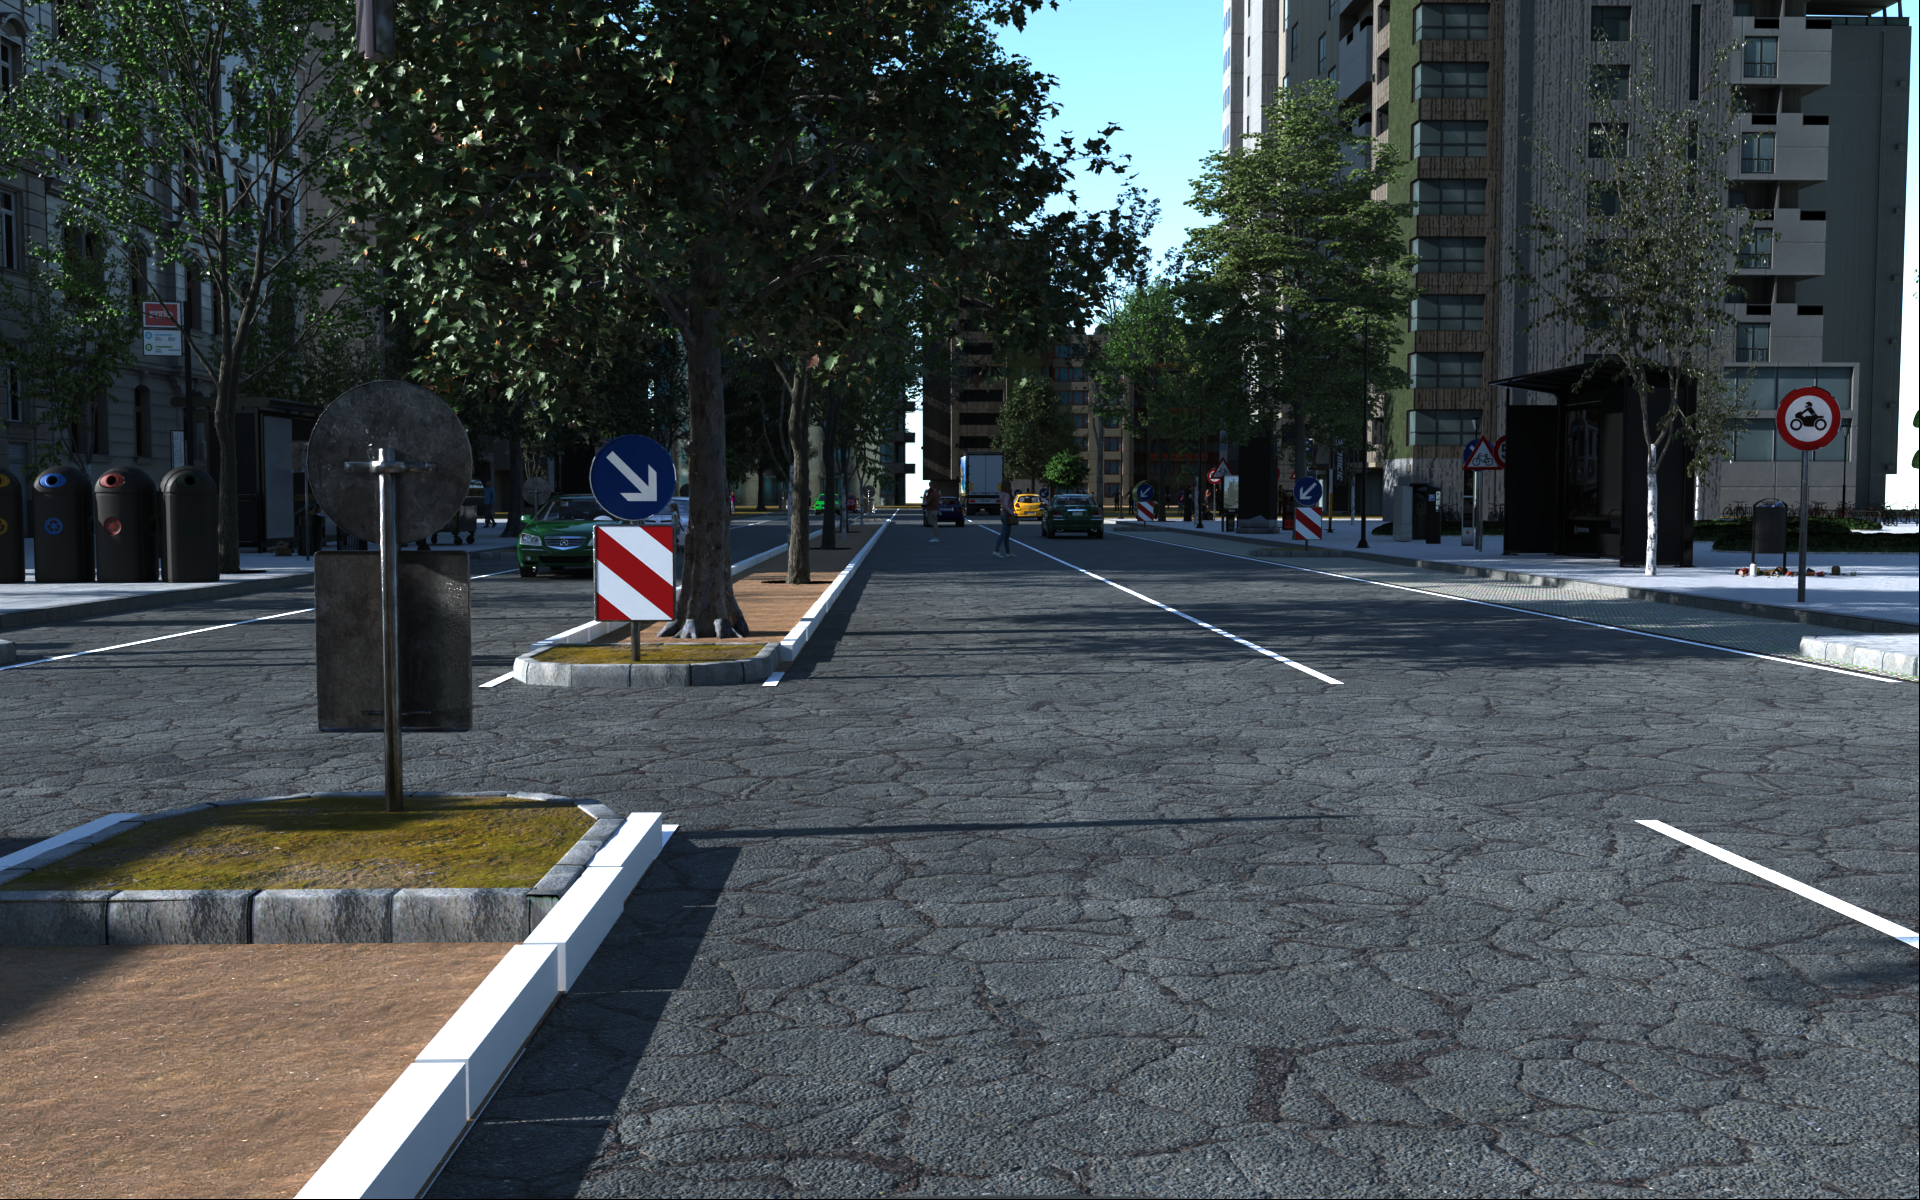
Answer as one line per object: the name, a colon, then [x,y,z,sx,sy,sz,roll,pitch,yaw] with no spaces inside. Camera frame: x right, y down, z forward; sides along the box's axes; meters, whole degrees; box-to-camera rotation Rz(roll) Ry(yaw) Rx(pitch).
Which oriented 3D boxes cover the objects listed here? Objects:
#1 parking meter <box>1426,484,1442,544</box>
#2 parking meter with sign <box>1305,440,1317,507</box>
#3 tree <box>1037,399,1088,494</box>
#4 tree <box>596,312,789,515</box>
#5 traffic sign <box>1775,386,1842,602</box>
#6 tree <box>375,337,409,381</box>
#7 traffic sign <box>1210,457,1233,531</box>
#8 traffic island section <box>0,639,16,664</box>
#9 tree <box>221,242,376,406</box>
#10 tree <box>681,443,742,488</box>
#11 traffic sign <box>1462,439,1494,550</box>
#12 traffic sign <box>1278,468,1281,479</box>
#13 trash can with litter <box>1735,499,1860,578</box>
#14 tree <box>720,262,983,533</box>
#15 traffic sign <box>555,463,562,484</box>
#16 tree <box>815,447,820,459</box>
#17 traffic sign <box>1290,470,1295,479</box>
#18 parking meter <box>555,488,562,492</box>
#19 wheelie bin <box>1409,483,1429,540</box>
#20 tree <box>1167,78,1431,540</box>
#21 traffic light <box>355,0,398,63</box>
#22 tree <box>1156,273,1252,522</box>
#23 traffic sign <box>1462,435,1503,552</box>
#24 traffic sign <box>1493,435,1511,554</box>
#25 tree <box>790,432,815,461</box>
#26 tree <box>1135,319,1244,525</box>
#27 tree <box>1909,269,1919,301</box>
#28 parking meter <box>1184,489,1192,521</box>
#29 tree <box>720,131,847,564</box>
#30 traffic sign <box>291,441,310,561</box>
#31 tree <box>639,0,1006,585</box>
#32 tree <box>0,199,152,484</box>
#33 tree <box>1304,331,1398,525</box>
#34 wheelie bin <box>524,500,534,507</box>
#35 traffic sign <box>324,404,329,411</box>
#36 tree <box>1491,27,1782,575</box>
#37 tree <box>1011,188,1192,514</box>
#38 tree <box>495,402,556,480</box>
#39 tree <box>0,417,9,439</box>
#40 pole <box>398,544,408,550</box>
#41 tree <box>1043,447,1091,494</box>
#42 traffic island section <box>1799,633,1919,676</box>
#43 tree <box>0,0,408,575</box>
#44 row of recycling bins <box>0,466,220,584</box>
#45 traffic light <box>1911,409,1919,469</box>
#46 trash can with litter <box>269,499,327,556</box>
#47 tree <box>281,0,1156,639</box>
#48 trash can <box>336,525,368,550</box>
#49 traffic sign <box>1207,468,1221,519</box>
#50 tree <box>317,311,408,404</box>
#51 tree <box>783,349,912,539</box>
parking meter: [12.256,-2.226,44.806,0.372,1.533,0.369,0,3,0]
parking meter with sign: [11.099,-3.610,55.283,0.543,3.016,1.738,0,4,2]
tree: [8.015,-11.289,134.943,4.737,8.622,4.395,0,3,0]
tree: [-13.354,-8.745,77.400,7.601,10.594,8.767,-3,5,-40]
traffic sign: [10.000,-1.248,20.508,0.768,2.556,0.104,0,4,2]
tree: [-23.340,-7.036,65.406,4.737,8.622,4.395,0,3,0]
traffic sign: [9.193,-3.709,60.640,0.884,2.594,0.081,0,4,3]
traffic island section: [-9.092,0.508,13.968,2.009,0.180,2.903,0,4,-2]
tree: [-20.408,-6.167,51.191,4.737,8.622,4.395,0,3,0]
tree: [-13.871,-6.916,96.796,4.285,4.588,4.351,0,3,0]
traffic sign: [11.941,-2.435,39.914,0.768,2.556,0.104,0,4,2]
traffic sign: [13.461,-4.575,74.906,0.768,2.556,0.104,0,4,2]
trash can with litter: [13.197,-0.993,27.291,2.233,1.210,1.678,0,4,0]
tree: [-4.250,-9.218,63.539,12.009,13.543,11.850,0,3,0]
traffic sign: [-16.437,-4.332,70.929,0.768,2.556,0.104,0,4,5]
tree: [-15.909,-13.363,152.898,7.601,10.594,8.767,-3,5,-42]
traffic sign: [12.231,-3.791,61.986,0.884,2.594,0.081,0,4,4]
parking meter: [-16.176,-3.737,69.518,0.372,1.533,0.369,0,3,0]
wheelie bin: [12.988,-2.506,48.876,0.980,1.594,0.693,-1,4,-22]
tree: [9.247,-7.941,47.954,7.486,12.596,7.792,0,3,0]
traffic light: [-6.963,-2.401,13.930,4.771,5.953,1.251,0,4,-2]
tree: [9.543,-9.459,80.403,9.928,11.665,9.643,0,3,0]
traffic sign: [11.552,-2.345,38.351,0.884,2.594,0.081,0,4,3]
traffic sign: [11.631,-2.234,36.627,0.768,2.556,0.104,0,4,3]
tree: [-14.525,-10.648,108.514,8.767,10.594,7.601,-1,4,-20]
tree: [9.677,-7.470,72.492,4.737,8.622,4.395,0,3,0]
tree: [20.498,-5.022,32.476,4.737,8.622,4.395,0,3,0]
parking meter: [10.705,-4.464,81.403,0.372,1.533,0.369,0,3,0]
tree: [-3.446,-5.033,35.113,4.360,8.622,3.978,0,3,0]
traffic sign: [-12.537,-1.903,33.243,0.606,2.300,0.079,0,4,3]
tree: [-2.456,-6.052,27.163,9.928,11.665,9.643,0,3,0]
tree: [-21.737,-5.640,42.577,4.737,8.622,4.395,0,3,0]
tree: [16.071,-7.422,71.715,4.360,8.622,3.978,0,3,0]
wheelie bin: [-16.531,-3.534,65.683,0.980,1.594,0.693,-3,5,-44]
traffic sign: [-13.286,-2.769,39.152,2.265,3.308,0.079,0,4,7]
tree: [10.722,-4.685,26.967,4.360,8.622,3.978,0,3,0]
tree: [9.996,-15.258,105.353,12.611,20.169,13.585,0,3,0]
tree: [-21.371,-8.281,85.751,4.360,8.622,3.978,0,3,0]
tree: [-12.677,-1.626,21.184,1.663,3.219,1.824,0,3,0]
pole: [-13.398,-2.924,41.652,0.158,3.312,0.155,0,3,0]
tree: [7.523,-8.421,121.398,4.285,4.588,4.351,0,3,0]
traffic island section: [8.442,0.478,14.473,2.009,0.180,2.903,0,4,-2]
tree: [-11.727,-6.233,27.666,9.928,11.665,9.643,0,3,0]
row of recycling bins: [-12.635,-1.107,25.206,3.534,1.692,1.069,0,4,-7]
traffic light: [8.402,-1.556,14.357,0.839,4.253,0.868,0,4,-2]
trash can with litter: [-13.709,-1.497,35.858,1.055,1.170,0.624,-2,4,-33]
tree: [-2.560,-5.982,17.273,9.611,12.733,9.660,0,3,0]
trash can: [-12.552,-1.474,35.746,0.748,1.137,0.748,0,3,0]
traffic sign: [12.672,-5.264,86.178,0.768,2.556,0.104,0,4,3]
tree: [-24.210,-7.322,70.083,4.360,8.622,3.978,0,3,0]
tree: [-3.595,-6.180,53.867,4.737,8.622,4.395,0,3,0]
